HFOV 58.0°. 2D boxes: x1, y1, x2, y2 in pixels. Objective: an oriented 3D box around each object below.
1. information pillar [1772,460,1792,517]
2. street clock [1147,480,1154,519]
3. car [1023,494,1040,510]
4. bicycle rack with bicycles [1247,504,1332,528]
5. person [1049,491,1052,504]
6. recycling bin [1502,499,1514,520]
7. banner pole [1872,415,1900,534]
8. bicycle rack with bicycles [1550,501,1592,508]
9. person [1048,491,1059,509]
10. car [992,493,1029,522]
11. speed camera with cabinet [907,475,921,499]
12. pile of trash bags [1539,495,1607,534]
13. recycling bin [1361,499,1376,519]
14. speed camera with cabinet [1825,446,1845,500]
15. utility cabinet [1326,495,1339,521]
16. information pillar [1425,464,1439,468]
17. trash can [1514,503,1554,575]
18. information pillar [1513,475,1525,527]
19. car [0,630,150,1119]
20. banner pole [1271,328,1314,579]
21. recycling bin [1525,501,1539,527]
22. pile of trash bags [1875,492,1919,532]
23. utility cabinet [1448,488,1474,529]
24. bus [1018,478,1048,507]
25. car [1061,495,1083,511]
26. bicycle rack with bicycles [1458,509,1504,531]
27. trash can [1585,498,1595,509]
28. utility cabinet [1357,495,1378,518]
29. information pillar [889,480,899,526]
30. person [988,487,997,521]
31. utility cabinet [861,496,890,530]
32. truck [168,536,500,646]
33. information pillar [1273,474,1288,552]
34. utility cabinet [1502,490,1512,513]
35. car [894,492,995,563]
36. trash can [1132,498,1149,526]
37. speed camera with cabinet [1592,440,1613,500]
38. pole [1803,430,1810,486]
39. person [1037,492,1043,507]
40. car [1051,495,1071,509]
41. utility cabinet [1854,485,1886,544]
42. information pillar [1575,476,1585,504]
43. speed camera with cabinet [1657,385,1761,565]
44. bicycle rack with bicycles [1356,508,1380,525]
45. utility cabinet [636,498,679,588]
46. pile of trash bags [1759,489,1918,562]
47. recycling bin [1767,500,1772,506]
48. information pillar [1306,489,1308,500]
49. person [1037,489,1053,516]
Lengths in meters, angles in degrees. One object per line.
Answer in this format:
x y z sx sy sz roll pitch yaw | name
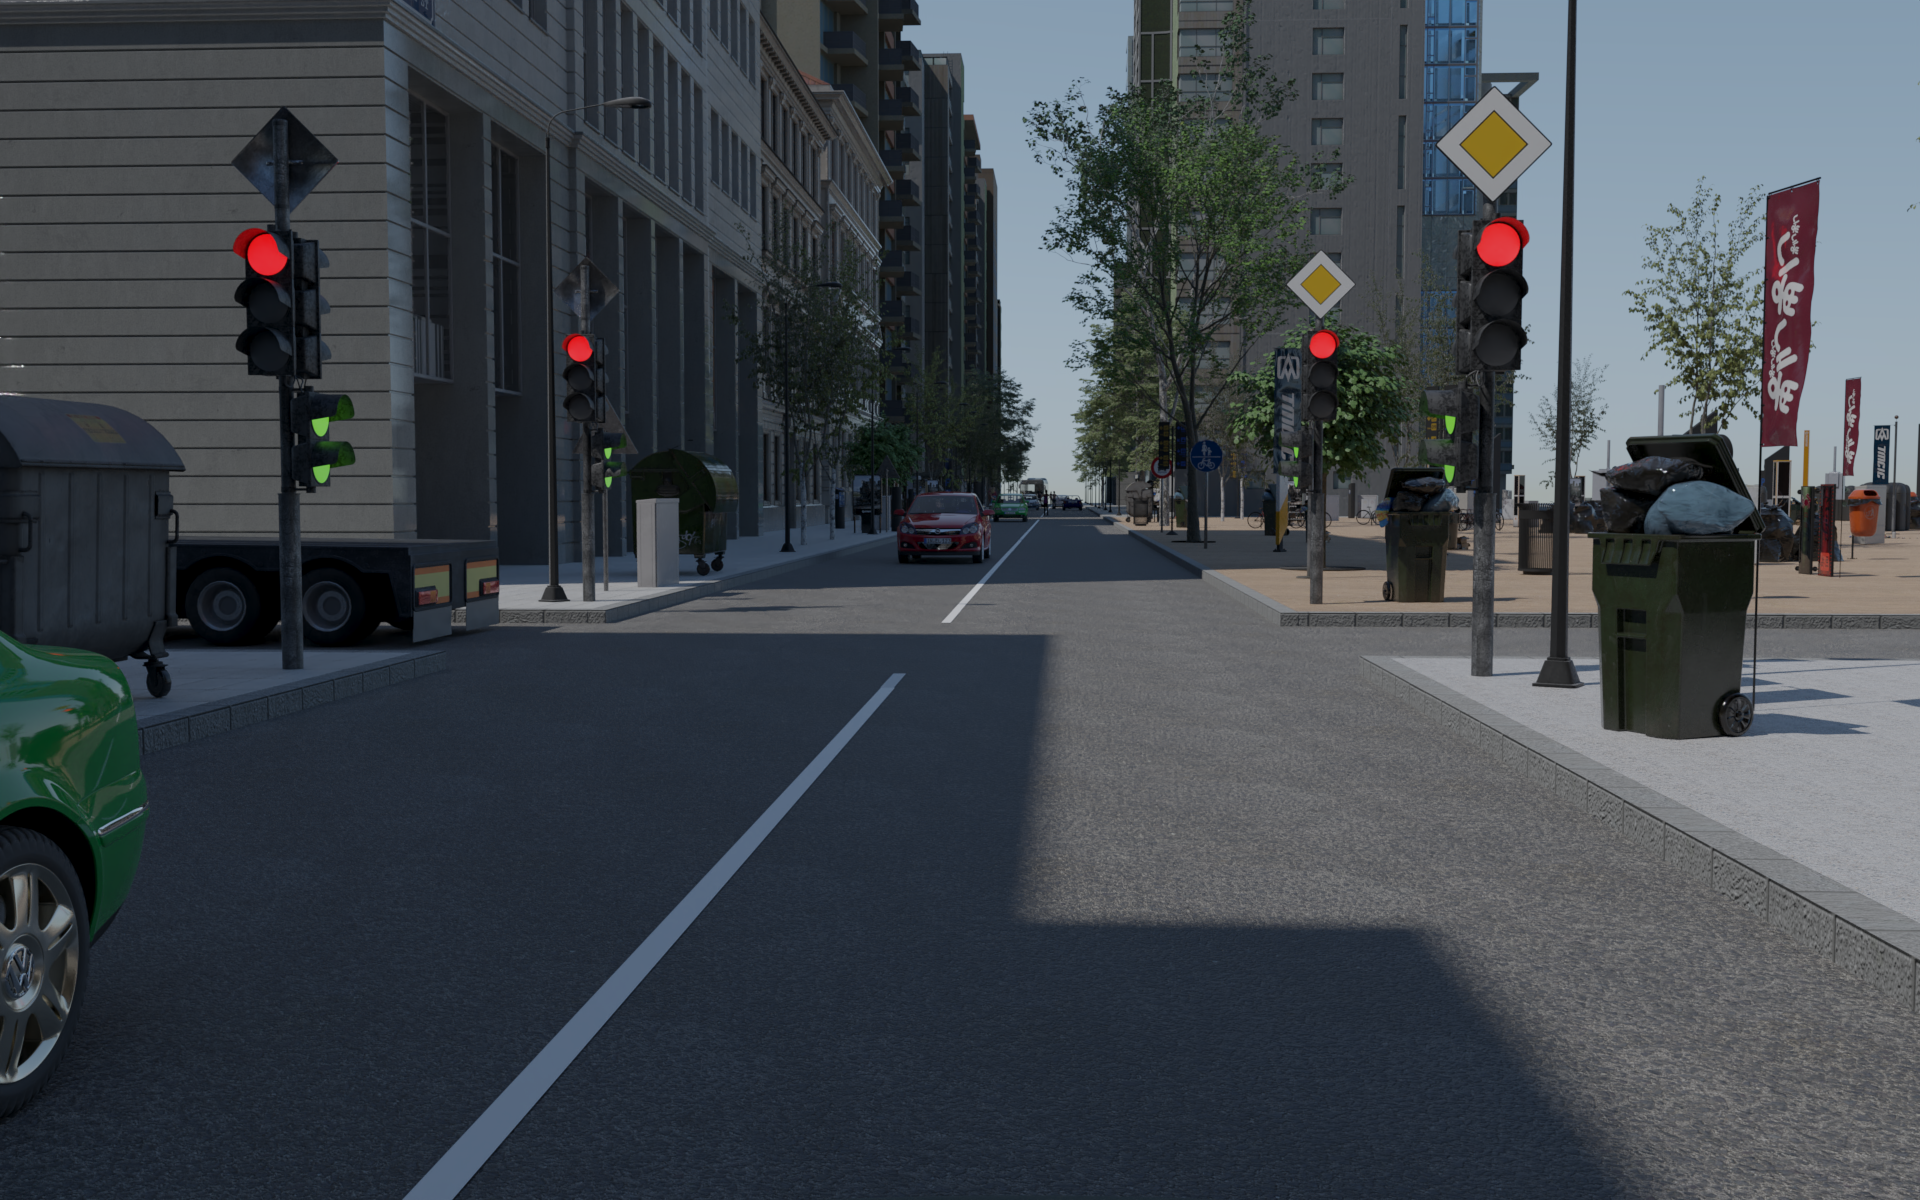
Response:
17.907 -2.035 37.765 0.304 2.012 0.304 1 4 12 | information pillar
9.734 -5.127 88.394 0.471 2.002 0.358 2 4 25 | street clock
6.166 -8.722 154.604 2.014 1.417 4.499 0 4 2 | car
12.519 -3.158 65.020 2.925 0.926 2.852 2 4 26 | bicycle rack with bicycles
12.687 -14.211 240.859 1.348 1.822 0.705 -2 4 -35 | person
27.564 -4.521 86.473 0.722 1.027 0.722 3 5 39 | recycling bin
29.510 -3.984 55.162 0.863 3.779 0.401 3 4 36 | banner pole
30.882 -4.522 87.316 2.852 0.926 2.925 2 4 30 | bicycle rack with bicycles
8.916 -9.522 164.897 1.217 1.736 0.721 -2 4 -26 | person
2.635 -4.977 90.165 1.959 1.807 4.718 0 4 3 | car
-2.119 -5.813 89.385 0.660 3.252 2.038 1 4 21 | speed camera with cabinet
20.663 -2.893 57.060 3.447 1.369 1.912 -3 5 -41 | pile of trash bags
21.422 -4.787 90.820 0.722 1.027 0.722 1 4 13 | recycling bin
36.865 -4.718 71.468 2.038 3.252 0.660 3 4 37 | speed camera with cabinet
17.679 -4.376 82.713 1.020 1.237 0.306 -3 5 -41 | utility cabinet
10.578 -2.096 38.767 0.304 2.012 0.304 0 4 5 | information pillar
9.197 -0.972 27.541 0.748 1.137 0.748 0 3 0 | trash can
21.521 -3.802 66.658 0.304 2.012 0.304 -1 4 -20 | information pillar
-3.081 0.377 2.638 1.959 1.807 4.718 0 4 2 | car
5.100 -2.213 26.203 0.863 3.779 0.401 -1 4 -16 | banner pole
22.138 -3.356 67.423 0.722 1.027 0.722 1 4 19 | recycling bin
35.172 -3.241 62.745 1.912 1.369 3.447 0 4 -3 | pile of trash bags
18.046 -3.301 62.645 0.318 1.500 1.173 -2 4 -25 | utility cabinet
8.259 -12.045 191.800 2.948 3.499 13.247 0 4 5 | bus
9.818 -8.494 151.458 1.945 1.354 3.894 0 4 3 | car
17.863 -2.897 60.747 2.925 0.926 2.852 -1 4 -22 | bicycle rack with bicycles
25.538 -3.603 70.558 0.748 1.137 0.748 0 3 0 | trash can
21.610 -4.931 91.783 1.020 1.237 0.306 2 4 25 | utility cabinet
-2.668 -3.996 69.819 0.304 2.012 0.304 3 4 37 | information pillar
1.725 -5.222 93.855 0.580 1.828 0.573 2 4 31 | person
-2.988 -3.068 61.318 1.020 1.237 0.306 0 4 8 | utility cabinet
-14.320 -1.713 17.775 18.799 4.110 2.967 0 4 4 | truck
7.132 -2.874 38.345 0.183 3.616 0.504 2 4 33 | information pillar
27.878 -4.865 88.221 0.318 1.500 1.173 2 4 27 | utility cabinet
-0.303 -1.726 37.261 2.155 1.783 4.494 0 4 4 | car
7.270 -3.546 69.635 0.748 1.137 0.748 0 3 0 | trash can
24.053 -4.261 64.003 0.660 3.252 2.038 3 5 44 | speed camera with cabinet
27.005 -3.759 55.309 0.158 3.312 0.155 0 3 0 | pole
7.755 -9.658 167.872 0.593 1.643 0.415 -3 5 -40 | person
9.860 -9.518 167.985 2.083 1.381 4.827 0 4 3 | car
23.177 -2.169 44.143 1.173 1.500 0.318 -3 5 -40 | utility cabinet
24.745 -3.955 69.157 0.304 2.012 0.304 0 4 -6 | information pillar
13.426 -2.274 31.511 2.038 3.252 0.660 1 4 12 | speed camera with cabinet
17.843 -3.557 71.543 2.925 0.926 2.852 1 4 20 | bicycle rack with bicycles
-4.231 -0.801 24.252 0.306 1.237 1.020 1 4 9 | utility cabinet
16.304 -1.456 33.555 3.447 1.369 1.912 -1 4 -15 | pile of trash bags
36.197 -4.009 78.106 0.722 1.027 0.722 -2 4 -33 | recycling bin
18.233 -6.036 90.036 0.504 3.616 0.183 -1 4 -15 | information pillar
5.690 -6.502 115.495 1.217 1.739 0.721 -2 4 -30 | person
